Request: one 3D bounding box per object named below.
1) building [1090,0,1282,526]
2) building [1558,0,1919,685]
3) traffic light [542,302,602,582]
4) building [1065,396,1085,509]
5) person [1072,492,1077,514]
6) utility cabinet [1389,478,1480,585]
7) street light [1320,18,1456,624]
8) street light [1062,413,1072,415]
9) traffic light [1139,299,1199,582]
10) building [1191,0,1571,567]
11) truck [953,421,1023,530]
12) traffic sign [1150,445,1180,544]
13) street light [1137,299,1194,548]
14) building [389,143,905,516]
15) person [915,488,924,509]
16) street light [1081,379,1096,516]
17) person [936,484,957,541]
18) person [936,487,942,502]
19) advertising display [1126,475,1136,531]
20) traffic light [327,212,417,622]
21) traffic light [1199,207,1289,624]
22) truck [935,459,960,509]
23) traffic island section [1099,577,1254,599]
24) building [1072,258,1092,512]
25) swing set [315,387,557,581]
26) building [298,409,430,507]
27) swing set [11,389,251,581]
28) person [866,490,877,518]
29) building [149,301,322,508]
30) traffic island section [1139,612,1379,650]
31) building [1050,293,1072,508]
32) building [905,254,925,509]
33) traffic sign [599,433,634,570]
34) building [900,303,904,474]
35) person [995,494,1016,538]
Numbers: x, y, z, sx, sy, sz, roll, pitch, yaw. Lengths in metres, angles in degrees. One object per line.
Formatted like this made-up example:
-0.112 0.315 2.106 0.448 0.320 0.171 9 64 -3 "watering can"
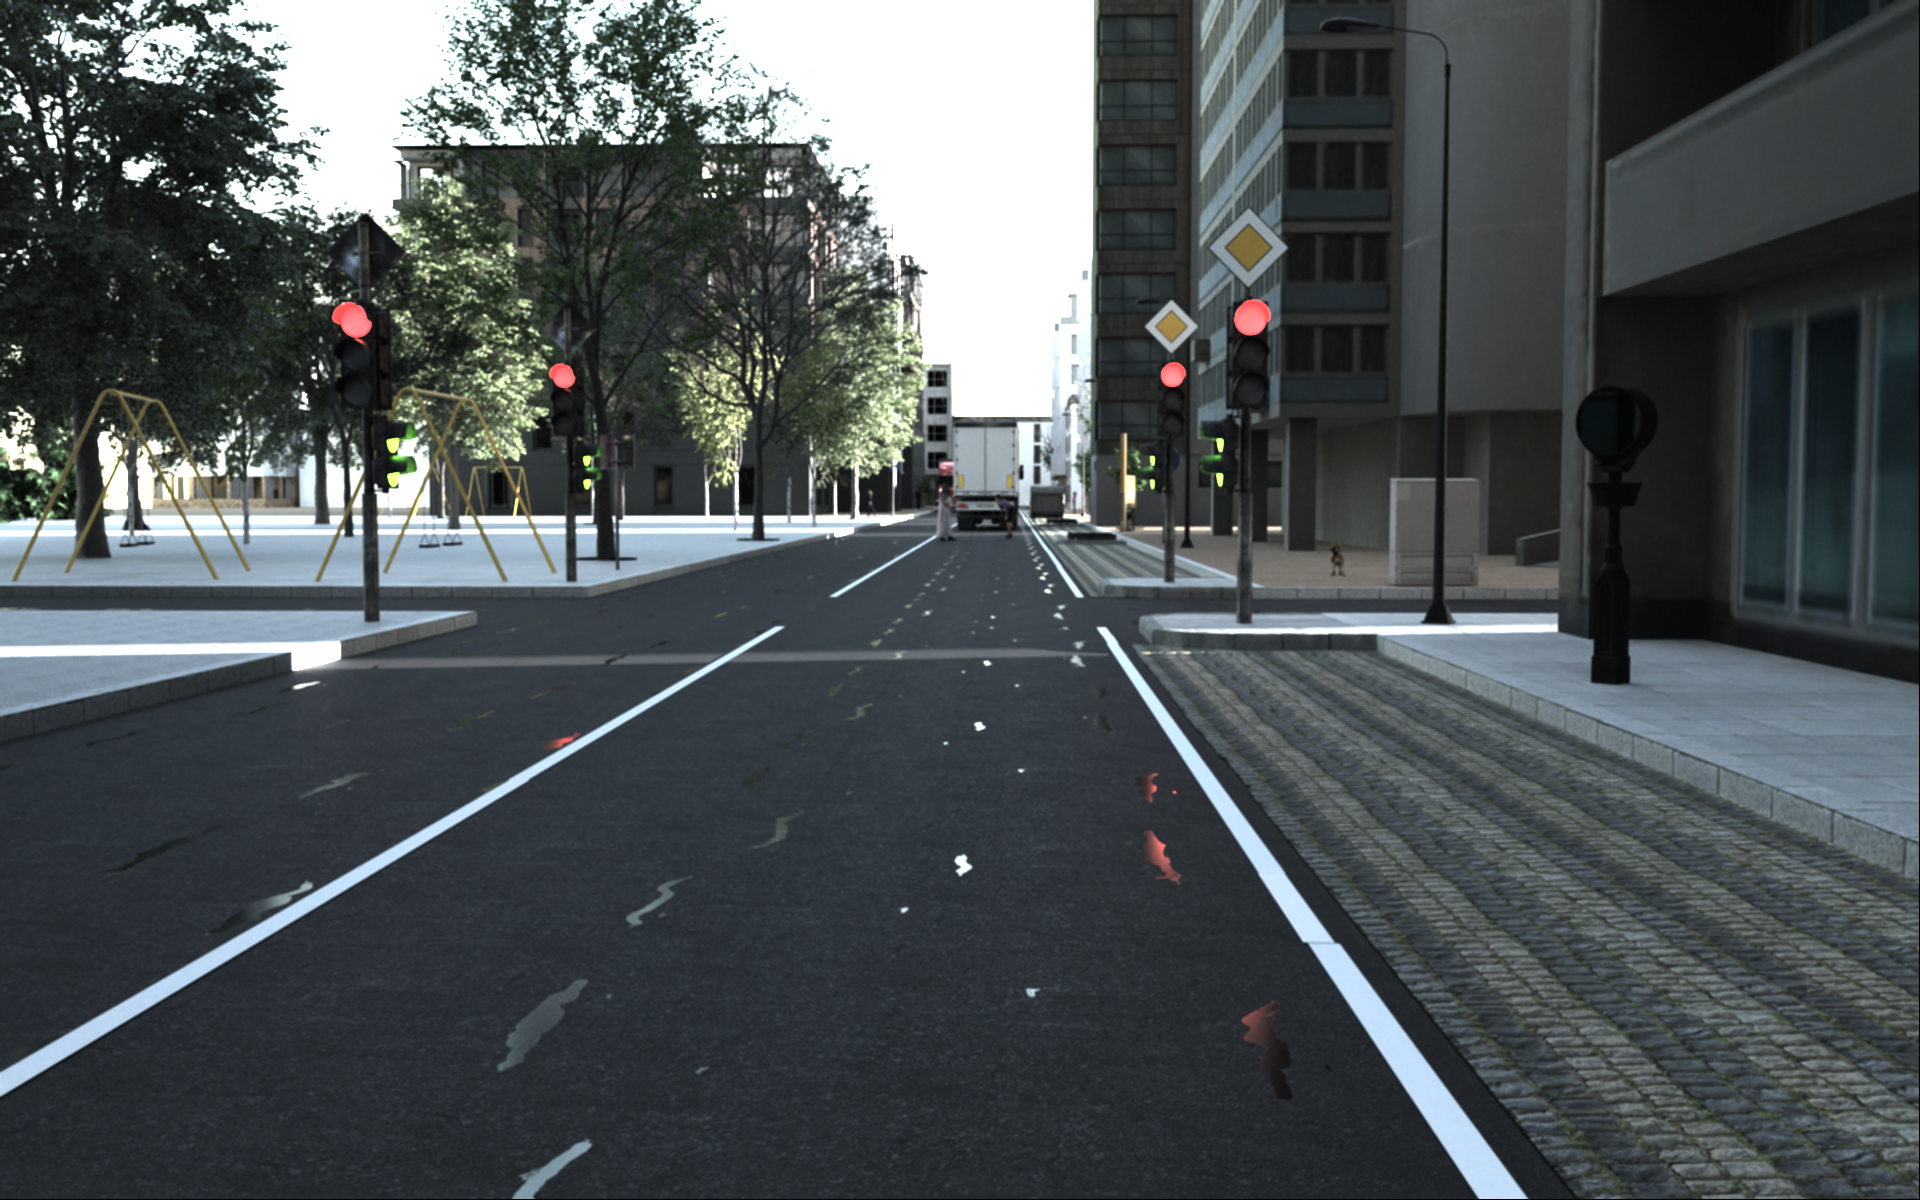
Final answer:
12.665 -18.564 75.215 14.160 30.474 14.107 0 4 2 "building"
15.932 -23.254 3.902 21.300 48.544 21.600 0 4 2 "building"
-5.691 -2.226 25.321 0.839 4.253 0.868 0 4 2 "traffic light"
13.970 -12.614 148.382 9.099 9.664 28.070 0 4 2 "building"
7.343 -6.289 112.095 0.599 1.433 0.991 0 4 -2 "person"
6.608 -0.945 24.126 1.173 1.500 0.318 0 4 -4 "utility cabinet"
4.217 -2.723 17.063 1.470 5.913 1.316 0 4 2 "street light"
6.565 -7.779 99.734 1.470 5.913 1.316 0 4 2 "street light"
3.028 -2.213 25.097 0.839 4.253 0.868 0 4 2 "traffic light"
18.785 -21.500 43.407 23.993 40.220 32.217 0 4 2 "building"
1.206 -5.106 72.393 2.839 4.237 11.283 0 4 2 "truck"
5.278 -2.726 44.680 0.768 2.556 0.104 1 4 10 "traffic sign"
4.893 -4.205 41.298 1.470 5.913 1.316 0 4 2 "street light"
-18.888 -16.736 117.611 27.936 21.610 32.646 0 4 2 "building"
-3.498 -8.647 147.437 0.705 1.821 1.348 -2 4 -35 "person"
5.725 -5.970 70.149 1.470 5.913 1.316 0 4 2 "street light"
-0.434 -2.698 53.275 0.621 1.740 0.551 1 4 11 "person"
-0.984 -4.804 87.500 0.568 1.767 0.683 -2 4 -34 "person"
5.784 -3.327 59.617 0.123 1.923 0.974 2 4 32 "advertising display"
-5.911 -1.738 17.339 0.839 4.253 0.868 0 4 2 "traffic light"
2.807 -1.724 17.115 0.839 4.253 0.868 0 4 2 "traffic light"
-0.404 -9.225 139.742 2.839 4.237 11.283 0 4 1 "truck"
3.068 -0.179 25.210 2.009 0.180 2.903 0 4 2 "traffic island section"
16.753 -16.628 128.290 16.016 20.091 11.380 0 4 2 "building"
-8.059 -1.780 26.725 2.862 2.851 3.119 0 4 1 "swing set"
-50.460 -14.107 172.804 28.070 9.664 9.099 0 4 2 "building"
-12.966 -1.816 27.309 2.862 2.851 3.119 -1 4 -13 "swing set"
-4.722 -5.124 92.359 0.613 1.512 0.480 0 4 2 "person"
-70.517 -19.185 170.101 11.380 20.091 16.016 0 4 2 "building"
2.847 0.309 17.228 2.009 0.180 2.903 0 4 2 "traffic island section"
16.888 -19.082 168.404 16.016 20.091 11.380 0 4 2 "building"
-20.045 -19.466 162.242 32.646 21.610 27.936 0 4 2 "building"
-5.798 -1.660 29.277 0.606 2.300 0.079 0 4 8 "traffic sign"
-12.607 -17.333 139.807 16.016 20.091 11.380 0 4 2 "building"
1.487 -2.729 56.347 0.697 1.427 0.421 -1 4 -13 "person"
